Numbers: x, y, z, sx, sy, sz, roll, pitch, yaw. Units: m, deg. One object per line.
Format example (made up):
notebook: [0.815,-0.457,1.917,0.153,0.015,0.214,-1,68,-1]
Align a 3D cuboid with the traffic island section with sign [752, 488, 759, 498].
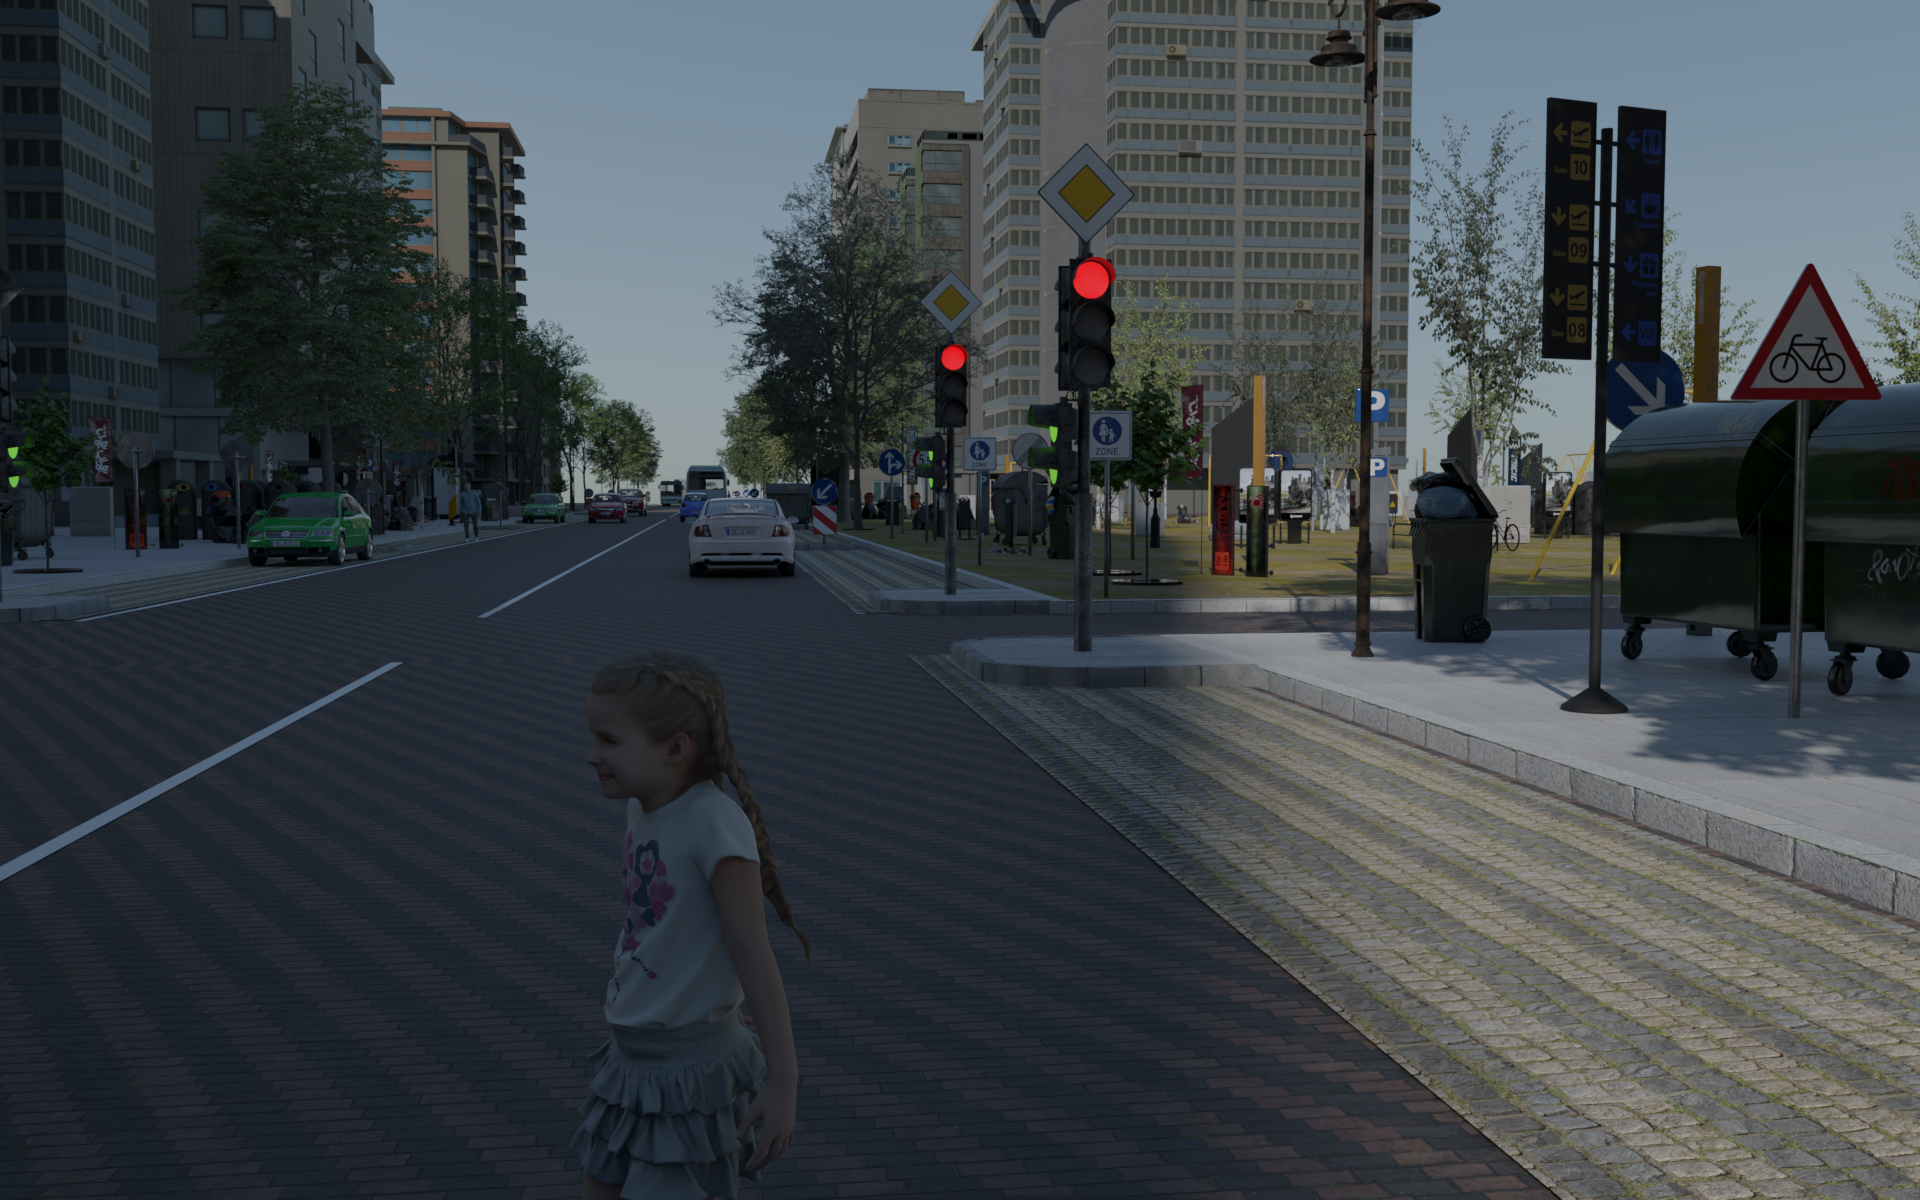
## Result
traffic island section with sign: [-7.455,-3.839,71.400,1.989,1.847,2.006,0,4,-8]

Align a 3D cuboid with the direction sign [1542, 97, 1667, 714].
direction sign: [3.759,-1.111,10.158,0.876,3.537,0.379,-2,4,-23]

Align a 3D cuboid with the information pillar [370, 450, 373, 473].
information pillar: [-31.051,-6.121,91.437,0.183,3.616,0.504,-1,4,-21]

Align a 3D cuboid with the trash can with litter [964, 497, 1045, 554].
trash can with litter: [1.040,-1.636,37.805,1.678,1.210,2.233,0,4,-3]

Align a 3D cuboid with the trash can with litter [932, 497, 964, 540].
trash can with litter: [0.015,-2.321,49.013,1.678,1.210,2.233,-2,4,-32]

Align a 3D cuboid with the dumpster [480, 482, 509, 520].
dumpster: [-23.001,-4.878,85.517,1.264,1.857,1.865,0,4,-8]

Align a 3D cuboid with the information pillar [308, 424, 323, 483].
information pillar: [-20.017,-3.831,53.993,0.504,3.616,0.183,-1,4,-22]

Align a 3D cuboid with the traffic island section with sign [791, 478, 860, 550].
traffic island section with sign: [-3.654,-2.207,44.713,1.989,1.847,2.006,0,4,-8]

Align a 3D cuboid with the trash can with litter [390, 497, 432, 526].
trash can with litter: [-22.451,-3.628,70.380,2.233,1.210,1.678,-3,5,-40]

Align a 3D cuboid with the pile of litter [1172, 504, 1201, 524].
pile of litter: [9.898,-3.769,75.589,1.176,0.858,1.719,-1,4,-11]

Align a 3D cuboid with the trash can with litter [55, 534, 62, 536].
trash can with litter: [-28.516,-2.566,53.012,2.233,1.210,1.678,2,4,25]

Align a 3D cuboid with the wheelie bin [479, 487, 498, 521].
wheelie bin: [-22.304,-4.523,81.862,0.980,1.594,0.693,-3,5,-41]

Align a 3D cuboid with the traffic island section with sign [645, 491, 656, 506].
traffic island section with sign: [-40.983,-13.415,227.960,1.989,1.847,2.006,0,4,-8]

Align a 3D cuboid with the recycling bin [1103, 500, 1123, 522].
recycling bin: [7.000,-4.065,79.014,0.722,1.027,0.722,2,4,27]

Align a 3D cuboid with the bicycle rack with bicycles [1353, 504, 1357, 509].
bicycle rack with bicycles: [16.837,-3.591,72.088,2.925,0.926,2.852,0,4,1]

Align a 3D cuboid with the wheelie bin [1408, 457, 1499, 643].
wheelie bin: [4.283,-0.441,15.124,0.693,1.594,0.980,0,4,3]

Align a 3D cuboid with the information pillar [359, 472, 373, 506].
information pillar: [-19.504,-3.207,56.922,0.304,2.012,0.304,3,4,37]

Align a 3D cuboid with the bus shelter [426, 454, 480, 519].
bus shelter: [-26.273,-5.870,89.902,2.014,3.302,5.546,-1,4,-8]

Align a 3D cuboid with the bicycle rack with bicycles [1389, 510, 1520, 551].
bicycle rack with bicycles: [11.188,-1.612,39.741,2.852,0.926,2.925,0,4,-5]

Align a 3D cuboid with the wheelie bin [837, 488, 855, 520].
wheelie bin: [-5.614,-4.710,84.910,0.980,1.594,0.693,-2,4,-29]

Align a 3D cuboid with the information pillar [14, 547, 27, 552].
information pillar: [-21.079,-2.090,38.657,0.304,2.012,0.304,0,4,-1]

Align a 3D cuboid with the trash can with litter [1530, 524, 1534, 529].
trash can with litter: [19.970,-3.195,63.298,2.233,1.210,1.678,2,4,32]

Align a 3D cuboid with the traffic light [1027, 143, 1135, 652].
traffic light: [0.988,-1.538,14.061,0.839,4.253,0.868,0,4,-8]

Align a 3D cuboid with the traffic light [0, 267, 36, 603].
traffic light: [-11.384,-1.923,20.356,0.839,4.253,0.868,0,4,-8]

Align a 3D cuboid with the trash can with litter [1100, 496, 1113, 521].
trash can with litter: [6.933,-4.407,83.441,1.055,1.170,0.624,-1,4,-18]

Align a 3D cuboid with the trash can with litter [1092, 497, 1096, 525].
trash can with litter: [5.003,-3.616,70.501,1.055,1.170,0.624,1,4,19]

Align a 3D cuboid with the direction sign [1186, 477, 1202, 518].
direction sign: [12.825,-6.289,94.827,0.876,3.537,0.379,1,4,14]

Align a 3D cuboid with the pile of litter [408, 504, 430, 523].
pile of litter: [-24.330,-3.893,77.609,1.719,0.858,1.176,-3,5,-44]

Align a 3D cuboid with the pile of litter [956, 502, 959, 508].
pile of litter: [-0.470,-4.842,93.127,1.176,0.858,1.719,0,4,-5]

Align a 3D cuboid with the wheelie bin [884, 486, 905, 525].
wheelie bin: [-2.677,-3.852,70.881,0.980,1.594,0.693,2,4,24]

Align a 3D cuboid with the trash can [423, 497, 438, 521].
trash can: [-25.442,-4.373,83.150,0.748,1.137,0.748,0,3,0]

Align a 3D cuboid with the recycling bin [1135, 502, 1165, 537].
recycling bin: [5.769,-2.447,52.570,0.722,1.027,0.722,2,4,25]

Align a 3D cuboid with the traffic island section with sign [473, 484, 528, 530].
traffic island section with sign: [-18.403,-3.719,69.436,1.989,1.847,2.006,0,4,-8]

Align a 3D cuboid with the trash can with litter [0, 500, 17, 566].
trash can with litter: [-17.348,-1.190,30.841,1.055,1.170,0.624,1,4,20]

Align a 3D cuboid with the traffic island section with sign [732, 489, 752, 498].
traffic island section with sign: [-18.202,-8.461,146.964,1.989,1.847,2.006,0,4,-8]

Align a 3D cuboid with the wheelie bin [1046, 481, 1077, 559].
wheelie bin: [2.172,-1.611,34.254,0.980,1.594,0.693,-3,4,-38]

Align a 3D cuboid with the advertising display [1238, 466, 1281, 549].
advertising display: [6.996,-2.170,40.696,0.974,1.923,0.123,3,4,37]

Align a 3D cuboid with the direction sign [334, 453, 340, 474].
direction sign: [-32.166,-5.961,89.456,0.379,3.537,0.876,0,4,-3]

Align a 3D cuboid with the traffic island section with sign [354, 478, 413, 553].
traffic island section with sign: [-14.581,-2.077,42.588,1.989,1.847,2.006,0,4,-8]

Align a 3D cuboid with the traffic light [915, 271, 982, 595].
traffic light: [-0.138,-2.021,21.967,0.839,4.253,0.868,0,4,-8]

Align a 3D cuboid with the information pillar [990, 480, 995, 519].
information pillar: [1.545,-5.088,87.678,0.304,2.012,0.304,-3,5,-43]

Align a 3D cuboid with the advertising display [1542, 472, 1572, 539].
advertising display: [17.088,-2.713,49.571,0.974,1.923,0.123,-1,4,-22]

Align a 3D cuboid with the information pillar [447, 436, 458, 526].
information pillar: [-20.592,-4.827,70.274,0.504,3.616,0.183,2,4,34]

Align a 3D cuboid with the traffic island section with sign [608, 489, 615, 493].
traffic island section with sign: [-29.331,-8.408,146.093,1.989,1.847,2.006,0,4,-8]

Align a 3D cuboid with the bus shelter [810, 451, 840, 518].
bus shelter: [-7.138,-6.058,90.331,1.731,3.624,6.357,-1,4,-8]

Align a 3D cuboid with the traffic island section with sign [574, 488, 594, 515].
traffic island section with sign: [-25.534,-6.775,119.406,1.989,1.847,2.006,0,4,-8]
